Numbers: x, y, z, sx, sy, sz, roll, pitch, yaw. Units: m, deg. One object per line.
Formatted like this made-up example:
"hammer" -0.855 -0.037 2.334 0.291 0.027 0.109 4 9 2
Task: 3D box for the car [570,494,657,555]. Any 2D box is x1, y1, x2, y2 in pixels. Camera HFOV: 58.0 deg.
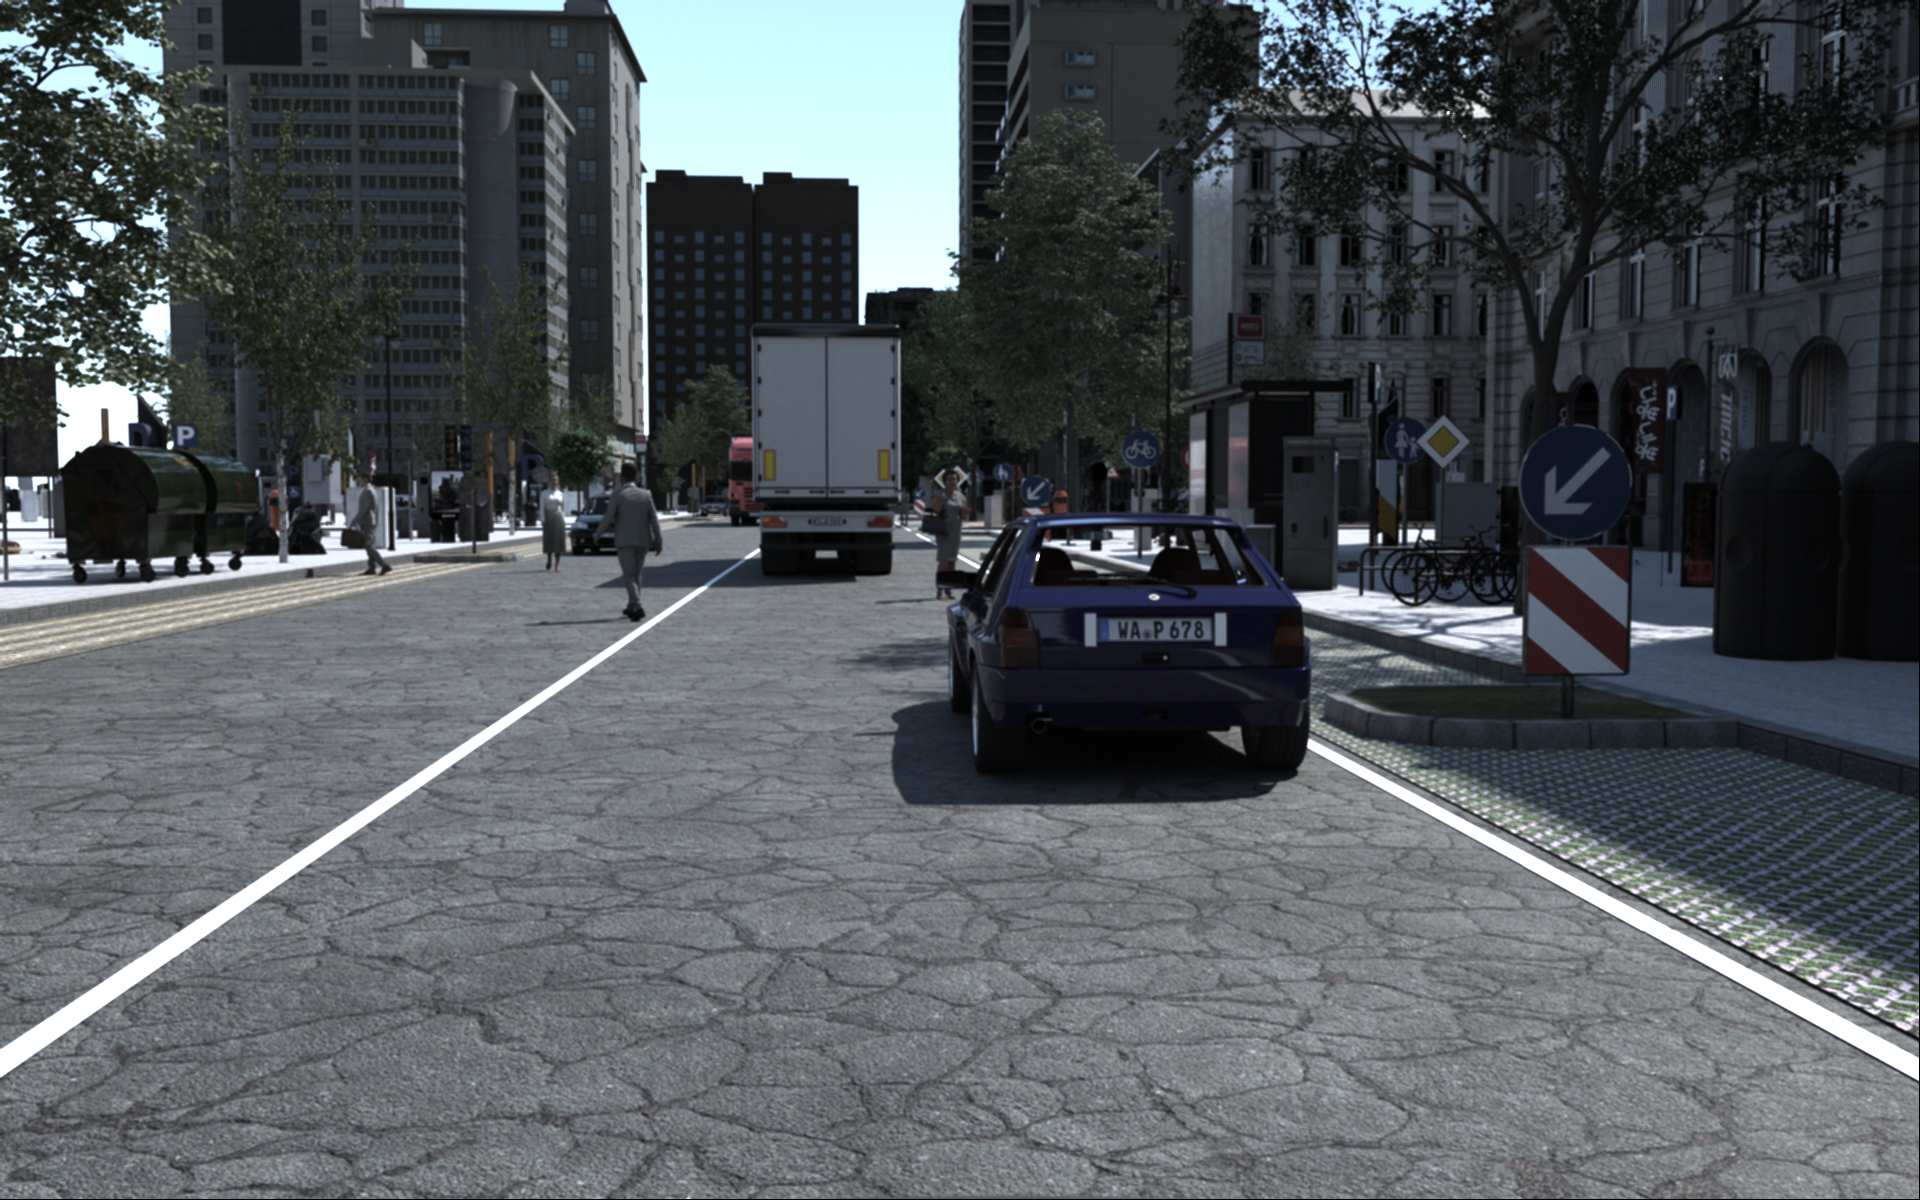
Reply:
"car" -8.372 -1.981 42.178 2.009 1.686 4.222 0 4 -3

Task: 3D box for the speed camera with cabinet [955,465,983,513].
"speed camera with cabinet" 0.549 -7.619 118.906 2.038 3.252 0.660 2 4 32

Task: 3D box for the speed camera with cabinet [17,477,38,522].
"speed camera with cabinet" -43.097 -5.242 80.042 0.660 3.252 2.038 -2 4 -34

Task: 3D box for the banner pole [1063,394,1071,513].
"banner pole" 2.681 -3.277 43.591 0.401 3.779 0.863 -1 4 -9

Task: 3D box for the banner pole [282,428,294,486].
"banner pole" -25.638 -4.657 66.155 0.863 3.779 0.401 0 4 6

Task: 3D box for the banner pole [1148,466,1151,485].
"banner pole" 6.523 -4.335 60.892 0.401 3.779 0.863 -1 4 -19

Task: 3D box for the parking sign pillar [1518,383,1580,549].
"parking sign pillar" 13.538 -3.144 39.873 1.447 3.967 1.447 0 4 5

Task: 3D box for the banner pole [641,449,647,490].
"banner pole" -17.601 -6.520 96.614 0.401 3.779 0.863 -3 4 -36

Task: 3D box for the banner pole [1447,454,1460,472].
"banner pole" 22.511 -5.456 79.220 0.863 3.779 0.401 -1 4 -21

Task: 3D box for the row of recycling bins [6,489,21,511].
"row of recycling bins" -71.151 -7.481 129.430 1.069 1.692 3.534 3 5 41

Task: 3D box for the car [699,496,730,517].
"car" -15.516 -5.950 109.859 1.945 1.354 3.894 0 4 -4

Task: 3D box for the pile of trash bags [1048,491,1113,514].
"pile of trash bags" 3.090 -2.404 49.063 1.912 1.369 3.447 1 4 12

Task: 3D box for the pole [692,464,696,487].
"pole" -17.915 -7.512 116.669 0.158 3.312 0.155 0 3 0

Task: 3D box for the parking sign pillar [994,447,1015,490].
"parking sign pillar" 2.555 -6.561 95.736 1.447 3.967 1.447 1 4 14

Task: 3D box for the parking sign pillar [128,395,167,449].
"parking sign pillar" -21.996 -3.577 46.950 1.447 3.967 1.447 3 4 38

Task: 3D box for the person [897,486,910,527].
"person" -2.554 -4.115 76.139 0.532 1.782 0.716 -3 5 -42

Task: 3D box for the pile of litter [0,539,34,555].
"pile of litter" -20.521 -1.393 36.738 1.176 0.858 1.719 3 5 42

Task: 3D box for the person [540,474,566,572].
"person" -7.577 -1.434 32.178 0.478 1.798 0.641 -1 4 -19

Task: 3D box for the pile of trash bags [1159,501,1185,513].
"pile of trash bags" 7.614 -2.684 53.640 3.447 1.369 1.912 -2 4 -35

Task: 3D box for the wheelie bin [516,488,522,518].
"wheelie bin" -23.290 -5.089 91.109 0.693 1.594 0.980 -1 4 -10

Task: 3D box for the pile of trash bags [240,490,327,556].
"pile of trash bags" -14.826 -1.705 37.635 1.912 1.369 3.447 -1 4 -22

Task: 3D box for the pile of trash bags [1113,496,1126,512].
"pile of trash bags" 8.146 -5.501 99.688 1.912 1.369 3.447 -2 4 -30

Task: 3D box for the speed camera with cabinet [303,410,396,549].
"speed camera with cabinet" -14.358 -2.837 40.726 2.038 3.252 0.660 1 4 9

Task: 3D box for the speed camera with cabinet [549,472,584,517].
"speed camera with cabinet" -22.325 -6.325 97.745 2.038 3.252 0.660 -2 4 -34

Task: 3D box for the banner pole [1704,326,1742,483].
"banner pole" 11.274 -2.186 25.762 0.401 3.779 0.863 -1 4 -17

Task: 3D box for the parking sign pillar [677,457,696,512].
"parking sign pillar" -19.975 -8.452 126.668 1.447 3.967 1.447 -2 4 -28

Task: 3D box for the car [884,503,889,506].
"car" -4.125 -3.834 74.491 2.131 1.459 4.920 0 4 -3

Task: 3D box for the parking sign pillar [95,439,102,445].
"parking sign pillar" -41.770 -5.804 83.365 1.447 3.967 1.447 1 4 8

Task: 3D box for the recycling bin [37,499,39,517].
"recycling bin" -51.939 -5.147 96.704 0.722 1.027 0.722 -3 5 -40

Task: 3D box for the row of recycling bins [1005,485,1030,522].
"row of recycling bins" 2.820 -4.440 79.713 1.069 1.692 3.534 -1 4 -10

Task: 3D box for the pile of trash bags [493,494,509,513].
"pile of trash bags" -32.397 -6.832 121.459 1.912 1.369 3.447 -3 4 -37

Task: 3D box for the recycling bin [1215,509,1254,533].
"recycling bin" 4.824 -1.063 29.937 0.722 1.027 0.722 0 4 -3

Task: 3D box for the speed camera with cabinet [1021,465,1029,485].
"speed camera with cabinet" 4.330 -7.557 117.892 0.660 3.252 2.038 -1 4 -11

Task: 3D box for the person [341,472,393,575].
"person" -10.421 -1.334 30.432 0.853 1.813 0.709 -1 4 -14

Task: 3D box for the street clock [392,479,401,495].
"street clock" -27.842 -4.953 85.551 0.471 2.002 0.358 -1 4 -12

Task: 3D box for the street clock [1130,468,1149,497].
"street clock" 4.789 -2.547 46.214 0.471 2.002 0.358 1 4 14

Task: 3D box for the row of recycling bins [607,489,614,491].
"row of recycling bins" -26.037 -7.514 129.969 3.534 1.692 1.069 3 4 36

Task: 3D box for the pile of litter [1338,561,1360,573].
"pile of litter" 6.134 -0.925 29.094 1.176 0.858 1.719 1 4 12

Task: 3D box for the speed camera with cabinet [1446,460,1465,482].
"speed camera with cabinet" 20.571 -4.685 70.941 0.660 3.252 2.038 0 4 -8

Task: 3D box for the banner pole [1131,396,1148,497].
"banner pole" 4.475 -3.331 44.483 0.401 3.779 0.863 0 4 -5

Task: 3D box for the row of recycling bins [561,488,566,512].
"row of recycling bins" -29.607 -7.447 128.875 1.069 1.692 3.534 -1 4 -11

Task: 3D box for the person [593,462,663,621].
"person" -3.755 -0.671 19.753 0.678 1.792 0.850 -2 4 -35

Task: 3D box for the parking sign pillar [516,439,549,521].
"parking sign pillar" -20.633 -5.848 84.081 1.447 3.967 1.447 1 4 9

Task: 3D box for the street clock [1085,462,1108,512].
"street clock" 3.085 -2.118 39.206 0.471 2.002 0.358 -2 4 -24

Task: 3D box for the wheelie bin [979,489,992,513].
"wheelie bin" 1.699 -6.685 117.215 0.980 1.594 0.693 -3 4 -38

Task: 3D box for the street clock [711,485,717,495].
"street clock" -20.098 -8.374 141.476 0.358 2.002 0.471 2 4 29

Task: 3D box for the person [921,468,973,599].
"person" -0.186 -0.901 23.587 0.716 1.782 0.532 -2 4 -29

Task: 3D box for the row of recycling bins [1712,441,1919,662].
"row of recycling bins" 7.797 -0.395 13.578 3.534 1.692 1.069 0 4 2

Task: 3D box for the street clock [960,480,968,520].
"street clock" 0.170 -4.944 85.402 0.358 2.002 0.471 2 4 28

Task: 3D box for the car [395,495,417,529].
"car" -19.895 -3.130 63.175 4.499 1.417 2.014 0 4 -3

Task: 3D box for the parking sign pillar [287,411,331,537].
"parking sign pillar" -19.780 -3.897 52.189 1.447 3.967 1.447 0 4 5

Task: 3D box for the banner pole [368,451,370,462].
"banner pole" -34.439 -6.815 101.444 0.401 3.779 0.863 1 4 12

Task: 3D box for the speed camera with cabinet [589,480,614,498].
"speed camera with cabinet" -19.459 -6.179 95.367 2.038 3.252 0.660 2 4 29

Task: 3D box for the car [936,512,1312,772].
"car" 0.849 0.139 10.300 1.945 1.354 3.894 0 4 -3
